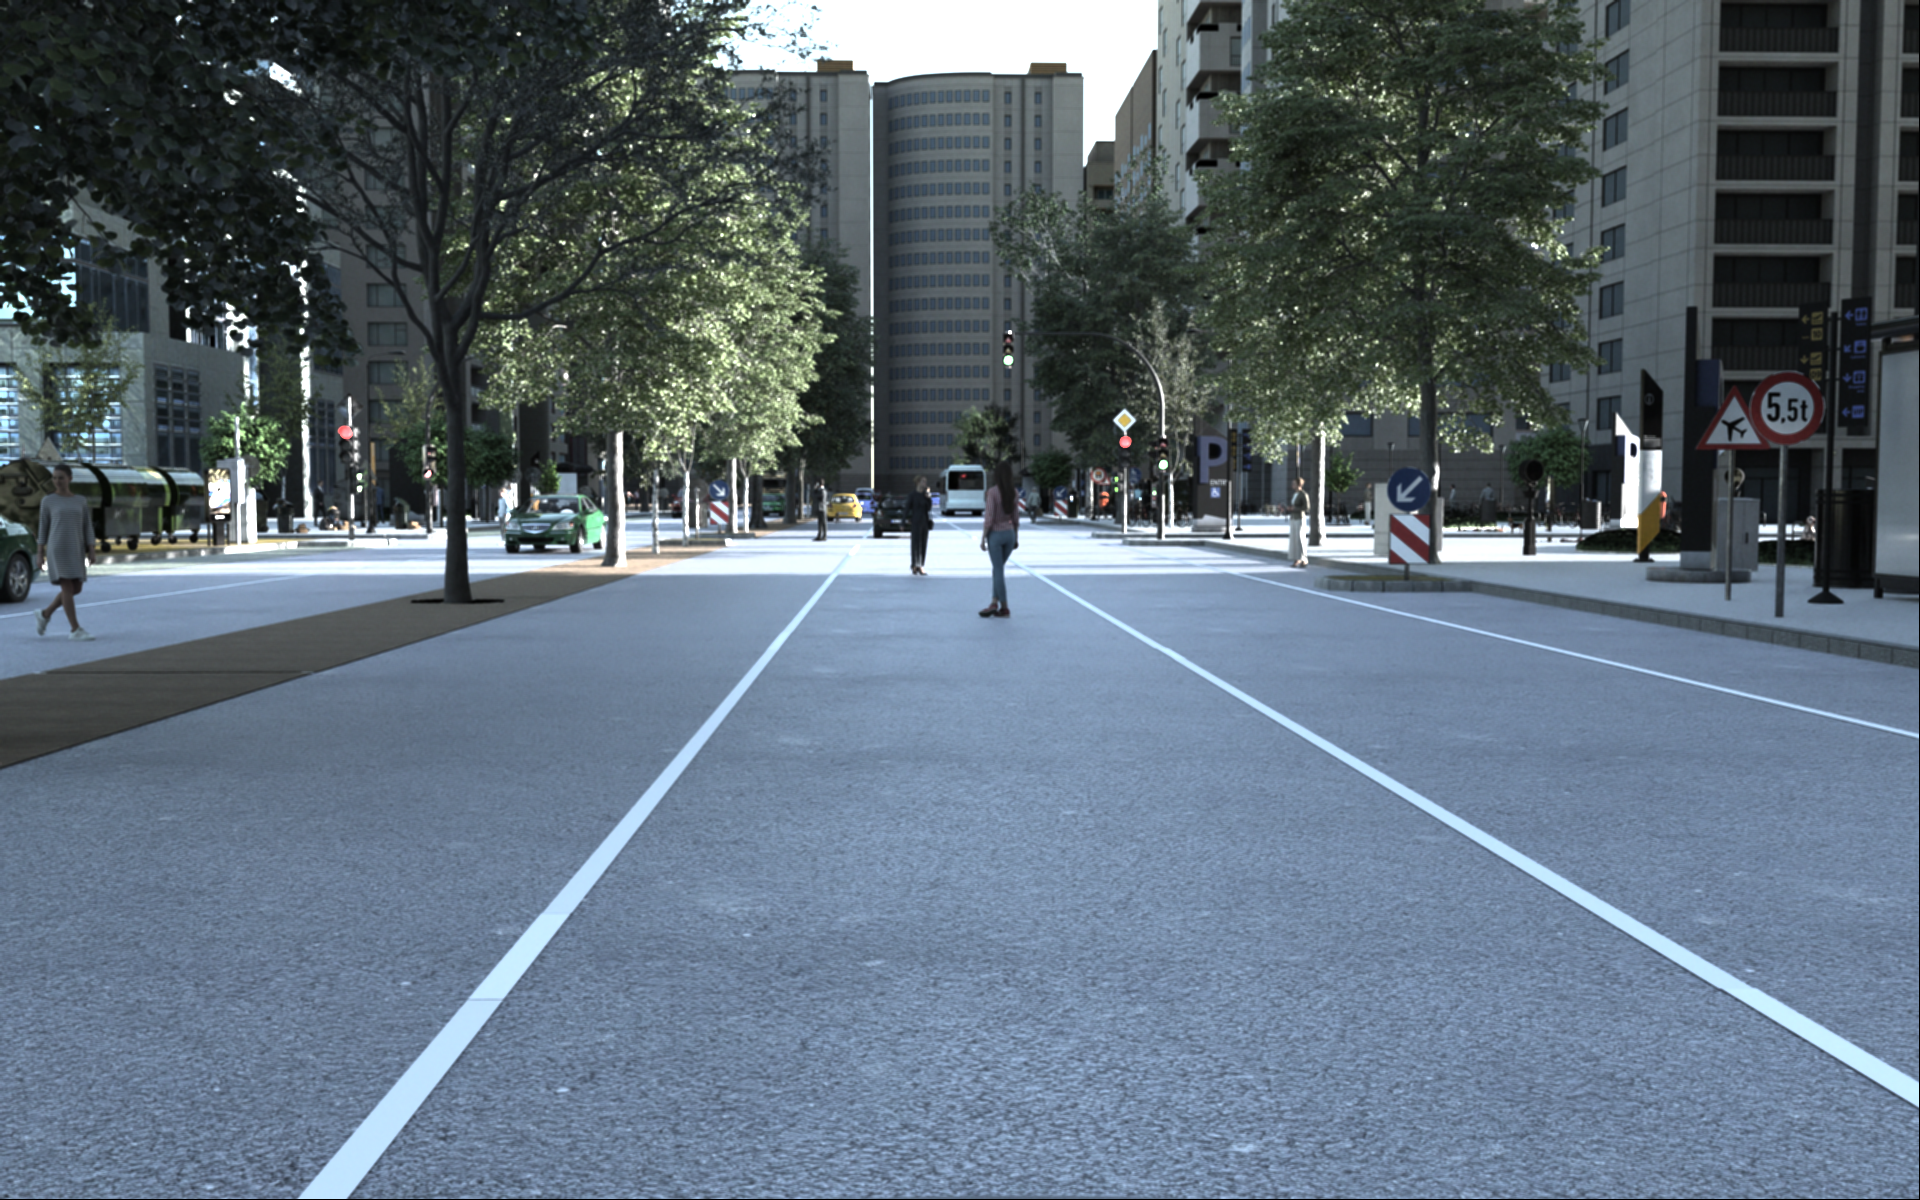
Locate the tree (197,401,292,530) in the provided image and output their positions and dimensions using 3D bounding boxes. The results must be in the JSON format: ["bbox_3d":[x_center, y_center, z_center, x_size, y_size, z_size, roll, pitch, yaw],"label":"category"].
[{"bbox_3d":[-25.350,-4.746,61.308,4.285,4.588,4.351,0,3,0],"label":"tree"}]

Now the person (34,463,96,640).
[{"bbox_3d":[-8.850,-0.477,17.045,0.760,1.731,0.466,1,4,14],"label":"person"}]

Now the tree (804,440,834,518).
[{"bbox_3d":[-9.082,-9.205,103.327,4.360,8.622,3.978,0,3,0],"label":"tree"}]

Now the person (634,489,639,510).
[{"bbox_3d":[-25.444,-7.930,136.634,0.436,1.711,0.756,2,4,26],"label":"person"}]

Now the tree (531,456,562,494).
[{"bbox_3d":[-20.701,-5.690,87.632,1.663,3.219,1.824,0,3,0],"label":"tree"}]

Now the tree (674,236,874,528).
[{"bbox_3d":[-8.463,-9.328,71.977,9.611,12.733,9.660,0,3,0],"label":"tree"}]

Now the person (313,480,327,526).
[{"bbox_3d":[-25.346,-3.850,68.766,0.755,1.850,0.659,1,4,22],"label":"person"}]

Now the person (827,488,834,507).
[{"bbox_3d":[-8.609,-6.520,114.951,0.661,1.843,0.795,-1,4,-10],"label":"person"}]

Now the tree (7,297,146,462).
[{"bbox_3d":[-32.383,-6.947,63.954,4.737,8.622,4.395,0,3,0],"label":"tree"}]

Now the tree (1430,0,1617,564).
[{"bbox_3d":[8.188,-6.929,31.418,7.486,12.596,7.792,0,3,0],"label":"tree"}]

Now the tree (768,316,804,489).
[{"bbox_3d":[-8.078,-6.863,65.038,4.360,8.622,3.978,0,3,0],"label":"tree"}]

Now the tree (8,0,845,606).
[{"bbox_3d":[-6.553,-6.688,22.168,12.009,13.543,11.850,0,3,0],"label":"tree"}]

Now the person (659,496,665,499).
[{"bbox_3d":[-35.437,-12.274,206.812,1.348,1.812,0.705,2,4,29],"label":"person"}]

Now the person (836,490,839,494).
[{"bbox_3d":[-12.857,-10.581,181.478,1.348,1.826,0.705,-1,4,-16],"label":"person"}]

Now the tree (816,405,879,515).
[{"bbox_3d":[-9.612,-11.011,116.899,8.767,10.594,7.601,0,4,-2],"label":"tree"}]

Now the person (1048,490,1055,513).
[{"bbox_3d":[6.280,-6.803,118.115,0.643,1.720,0.563,1,4,18],"label":"person"}]

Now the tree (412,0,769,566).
[{"bbox_3d":[-6.945,-6.957,34.331,7.486,12.596,7.792,0,3,0],"label":"tree"}]

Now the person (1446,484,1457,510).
[{"bbox_3d":[26.085,-5.209,91.487,0.850,1.792,0.678,1,4,16],"label":"person"}]

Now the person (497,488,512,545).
[{"bbox_3d":[-12.865,-2.355,48.811,0.330,1.601,0.589,-3,5,-39],"label":"person"}]

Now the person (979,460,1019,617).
[{"bbox_3d":[0.483,-0.714,20.176,0.388,1.821,0.555,3,5,42],"label":"person"}]

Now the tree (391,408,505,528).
[{"bbox_3d":[-19.777,-5.011,65.651,4.285,4.588,4.351,0,3,0],"label":"tree"}]

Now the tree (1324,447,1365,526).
[{"bbox_3d":[15.140,-4.587,69.597,1.663,3.219,1.824,0,3,0],"label":"tree"}]

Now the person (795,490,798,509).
[{"bbox_3d":[-15.868,-9.798,168.682,0.705,1.826,1.348,0,4,-2],"label":"person"}]

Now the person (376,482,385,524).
[{"bbox_3d":[-25.315,-4.230,75.391,0.721,1.800,0.419,-3,5,-43],"label":"person"}]

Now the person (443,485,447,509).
[{"bbox_3d":[-31.057,-5.988,104.041,0.767,1.812,0.694,0,4,1],"label":"person"}]

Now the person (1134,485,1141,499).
[{"bbox_3d":[10.505,-5.912,102.724,0.660,1.820,0.620,1,4,9],"label":"person"}]

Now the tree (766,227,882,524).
[{"bbox_3d":[-8.175,-10.619,82.737,9.857,13.997,8.962,0,3,0],"label":"tree"}]

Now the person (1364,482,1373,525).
[{"bbox_3d":[16.766,-3.941,71.028,0.362,1.759,0.519,0,4,3],"label":"person"}]

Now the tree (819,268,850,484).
[{"bbox_3d":[-7.842,-8.438,58.551,7.486,12.596,7.792,0,3,0],"label":"tree"}]

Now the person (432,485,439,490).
[{"bbox_3d":[-26.518,-4.986,87.671,0.635,1.810,0.391,0,4,-6],"label":"person"}]

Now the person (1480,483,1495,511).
[{"bbox_3d":[25.179,-4.679,82.671,0.709,1.813,0.853,1,4,18],"label":"person"}]

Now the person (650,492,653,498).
[{"bbox_3d":[-27.649,-8.987,156.164,0.628,1.438,0.799,-1,4,-10],"label":"person"}]

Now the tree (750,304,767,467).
[{"bbox_3d":[-7.480,-5.763,47.042,4.360,8.622,3.978,0,3,0],"label":"tree"}]

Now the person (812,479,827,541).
[{"bbox_3d":[-4.273,-2.739,52.645,0.474,1.900,0.648,0,4,-7],"label":"person"}]

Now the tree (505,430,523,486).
[{"bbox_3d":[-21.130,-5.704,76.967,4.285,4.588,4.351,0,3,0],"label":"tree"}]

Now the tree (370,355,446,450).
[{"bbox_3d":[-28.633,-8.610,91.136,4.737,8.622,4.395,0,3,0],"label":"tree"}]

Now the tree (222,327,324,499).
[{"bbox_3d":[-28.981,-7.549,73.781,4.737,8.622,4.395,0,3,0],"label":"tree"}]

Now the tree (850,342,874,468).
[{"bbox_3d":[-9.318,-11.537,109.214,7.486,12.596,7.792,0,3,0],"label":"tree"}]

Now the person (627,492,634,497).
[{"bbox_3d":[-39.364,-12.173,205.794,1.217,1.735,0.721,-2,4,-28],"label":"person"}]

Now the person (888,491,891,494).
[{"bbox_3d":[-6.555,-9.320,161.547,0.621,1.740,0.551,-3,4,-38],"label":"person"}]

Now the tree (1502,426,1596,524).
[{"bbox_3d":[28.327,-6.211,85.267,4.285,4.588,4.351,0,3,0],"label":"tree"}]

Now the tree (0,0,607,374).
[{"bbox_3d":[-6.003,-6.136,9.443,9.857,13.997,8.962,0,3,0],"label":"tree"}]

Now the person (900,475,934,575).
[{"bbox_3d":[-0.771,-1.341,30.843,0.534,1.772,0.576,2,4,31],"label":"person"}]

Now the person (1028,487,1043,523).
[{"bbox_3d":[3.693,-4.617,84.477,0.782,1.767,0.515,-2,4,-31],"label":"person"}]

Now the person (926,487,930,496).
[{"bbox_3d":[-1.777,-5.102,92.032,0.709,1.813,0.853,3,4,36],"label":"person"}]

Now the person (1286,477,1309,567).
[{"bbox_3d":[6.599,-1.527,34.012,0.362,1.759,0.519,-1,4,-23],"label":"person"}]

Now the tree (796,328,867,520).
[{"bbox_3d":[-8.687,-10.196,94.912,9.928,11.665,9.643,0,3,0],"label":"tree"}]

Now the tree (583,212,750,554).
[{"bbox_3d":[-7.299,-5.415,41.357,4.360,8.622,3.978,0,3,0],"label":"tree"}]

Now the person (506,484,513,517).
[{"bbox_3d":[-24.157,-5.288,92.728,0.478,1.798,0.641,-3,5,-41],"label":"person"}]
